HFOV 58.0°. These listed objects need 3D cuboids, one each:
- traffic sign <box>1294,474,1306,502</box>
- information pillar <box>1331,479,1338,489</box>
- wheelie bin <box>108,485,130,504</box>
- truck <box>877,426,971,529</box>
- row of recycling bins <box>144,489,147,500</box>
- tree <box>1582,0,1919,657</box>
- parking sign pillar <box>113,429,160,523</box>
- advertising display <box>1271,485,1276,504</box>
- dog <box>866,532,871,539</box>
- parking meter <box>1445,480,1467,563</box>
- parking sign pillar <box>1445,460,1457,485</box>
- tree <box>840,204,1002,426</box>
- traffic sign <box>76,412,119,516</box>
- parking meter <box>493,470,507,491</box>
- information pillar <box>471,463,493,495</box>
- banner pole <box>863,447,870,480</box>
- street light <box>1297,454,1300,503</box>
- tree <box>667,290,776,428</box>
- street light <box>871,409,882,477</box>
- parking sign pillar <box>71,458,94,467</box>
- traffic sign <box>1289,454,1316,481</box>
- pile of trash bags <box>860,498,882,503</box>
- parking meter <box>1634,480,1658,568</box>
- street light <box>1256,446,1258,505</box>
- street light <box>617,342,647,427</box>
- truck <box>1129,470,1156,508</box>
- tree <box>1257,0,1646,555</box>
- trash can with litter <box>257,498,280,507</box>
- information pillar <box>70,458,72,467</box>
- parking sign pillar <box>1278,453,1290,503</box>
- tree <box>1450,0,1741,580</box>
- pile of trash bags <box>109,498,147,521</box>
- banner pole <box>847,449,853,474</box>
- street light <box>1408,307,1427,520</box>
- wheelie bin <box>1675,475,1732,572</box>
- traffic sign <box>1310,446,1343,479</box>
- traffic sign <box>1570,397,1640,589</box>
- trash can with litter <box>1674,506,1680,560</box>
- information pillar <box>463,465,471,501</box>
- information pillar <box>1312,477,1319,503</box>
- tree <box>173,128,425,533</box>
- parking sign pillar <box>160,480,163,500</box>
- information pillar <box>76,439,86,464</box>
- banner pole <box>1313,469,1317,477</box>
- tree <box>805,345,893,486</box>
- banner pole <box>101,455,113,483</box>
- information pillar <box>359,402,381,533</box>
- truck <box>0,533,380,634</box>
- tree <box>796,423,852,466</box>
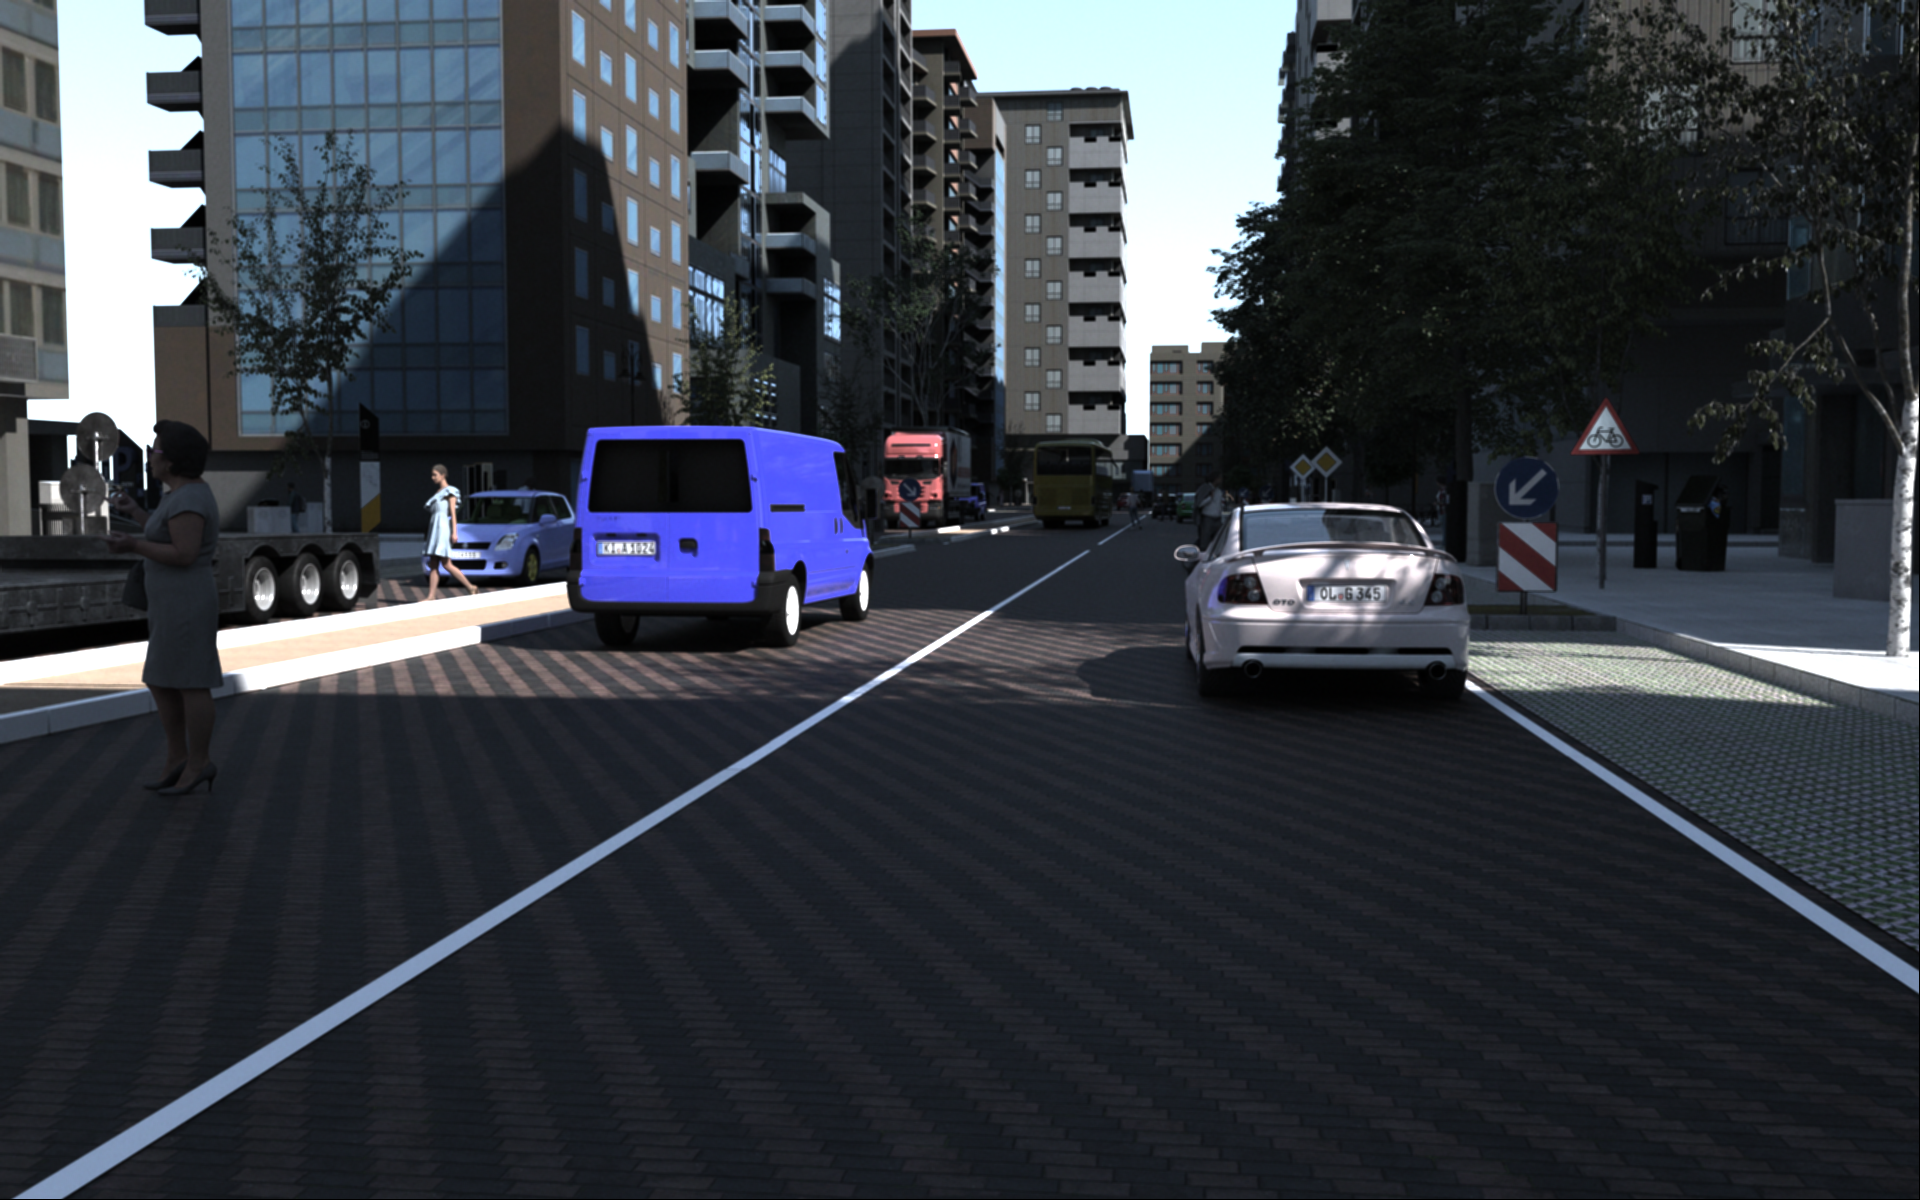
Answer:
[{"bbox_3d":[17.282,-5.256,88.062,0.606,2.300,0.079,1,4,10],"label":"traffic sign"},{"bbox_3d":[18.706,-5.029,86.717,0.304,2.012,0.304,2,4,27],"label":"information pillar"},{"bbox_3d":[-28.092,-3.050,57.774,0.980,1.594,0.693,3,5,40],"label":"wheelie bin"},{"bbox_3d":[-1.370,-5.200,73.940,2.839,4.237,11.283,0,4,7],"label":"truck"},{"bbox_3d":[-52.200,-6.460,112.738,3.534,1.692,1.069,1,4,14],"label":"row of recycling bins"},{"bbox_3d":[7.366,-3.871,13.658,4.360,8.622,3.978,0,3,0],"label":"tree"},{"bbox_3d":[-34.048,-5.043,70.933,1.447,3.967,1.447,2,4,25],"label":"parking sign pillar"},{"bbox_3d":[22.337,-7.258,123.889,0.123,1.923,0.974,-1,4,-15],"label":"advertising display"},{"bbox_3d":[-3.165,-2.345,55.173,0.800,0.831,0.513,0,4,-3],"label":"dog"},{"bbox_3d":[9.328,-1.477,32.562,0.372,1.533,0.369,0,3,0],"label":"parking meter"},{"bbox_3d":[23.590,-5.711,81.844,1.447,3.967,1.447,1,4,18],"label":"parking sign pillar"},{"bbox_3d":[-3.239,-15.915,116.107,12.611,20.169,13.585,0,3,0],"label":"tree"},{"bbox_3d":[-13.343,-1.632,26.793,0.768,2.556,0.104,1,4,14],"label":"traffic sign"},{"bbox_3d":[-11.185,-2.218,41.973,0.399,1.863,0.255,3,5,40],"label":"parking meter"},{"bbox_3d":[-11.188,-2.216,40.716,0.304,2.012,0.304,3,4,38],"label":"information pillar"},{"bbox_3d":[-4.916,-6.203,91.430,0.401,3.779,0.863,-3,4,-36],"label":"banner pole"},{"bbox_3d":[16.152,-6.711,82.510,0.468,5.910,1.993,0,4,7],"label":"street light"},{"bbox_3d":[-8.870,-6.920,63.505,4.737,8.622,4.395,0,3,0],"label":"tree"},{"bbox_3d":[-4.585,-7.439,94.412,0.468,5.910,1.993,0,4,7],"label":"street light"},{"bbox_3d":[-49.052,-6.634,96.931,1.447,3.967,1.447,-3,5,-42],"label":"parking sign pillar"},{"bbox_3d":[9.838,-2.901,49.623,0.795,2.593,0.064,0,4,7],"label":"traffic sign"},{"bbox_3d":[-6.394,-6.600,117.664,3.447,1.369,1.912,2,4,24],"label":"pile of trash bags"},{"bbox_3d":[11.897,-1.323,30.035,0.372,1.533,0.369,0,3,0],"label":"parking meter"},{"bbox_3d":[21.228,-9.221,123.544,0.468,5.910,1.993,0,4,7],"label":"street light"},{"bbox_3d":[-9.968,-4.894,52.808,0.468,5.910,1.993,0,4,7],"label":"street light"},{"bbox_3d":[19.616,-12.182,188.926,2.967,4.110,18.799,1,4,9],"label":"truck"},{"bbox_3d":[9.597,-7.098,34.174,7.486,12.596,7.792,0,3,0],"label":"tree"},{"bbox_3d":[-17.726,-2.001,44.109,0.624,1.170,1.055,-3,4,-38],"label":"trash can with litter"},{"bbox_3d":[-57.239,-7.362,111.720,0.504,3.616,0.183,3,5,41],"label":"information pillar"},{"bbox_3d":[17.676,-6.483,94.463,1.447,3.967,1.447,0,4,3],"label":"parking sign pillar"},{"bbox_3d":[9.607,-4.622,25.938,4.737,8.622,4.395,0,3,0],"label":"tree"},{"bbox_3d":[-21.250,-2.087,43.871,3.447,1.369,1.912,-1,4,-10],"label":"pile of trash bags"},{"bbox_3d":[-6.210,-6.503,96.347,0.863,3.779,0.401,0,4,-3],"label":"banner pole"},{"bbox_3d":[10.781,-4.175,41.056,0.468,5.910,1.993,0,4,7],"label":"street light"},{"bbox_3d":[12.419,-1.287,28.951,0.693,1.594,0.980,-2,4,-24],"label":"wheelie bin"},{"bbox_3d":[8.830,-2.417,41.701,0.795,2.593,0.064,0,4,7],"label":"traffic sign"},{"bbox_3d":[8.699,-1.431,23.401,0.884,2.594,0.081,1,4,14],"label":"traffic sign"},{"bbox_3d":[12.859,-1.148,30.164,0.624,1.170,1.055,0,4,3],"label":"trash can with litter"},{"bbox_3d":[-12.511,-2.438,44.355,0.304,2.012,0.304,-2,4,-35],"label":"information pillar"},{"bbox_3d":[15.063,-4.197,73.111,0.304,2.012,0.304,2,4,25],"label":"information pillar"},{"bbox_3d":[-12.821,-5.131,34.262,4.360,8.622,3.978,0,3,0],"label":"tree"},{"bbox_3d":[-43.509,-6.448,93.903,1.447,3.967,1.447,0,4,6],"label":"parking sign pillar"},{"bbox_3d":[-30.020,-4.151,59.216,0.504,3.616,0.183,2,4,35],"label":"information pillar"},{"bbox_3d":[15.238,-5.164,74.445,0.401,3.779,0.863,0,4,1],"label":"banner pole"},{"bbox_3d":[-5.523,-8.320,86.389,4.360,8.622,3.978,0,3,0],"label":"tree"},{"bbox_3d":[-45.918,-6.328,93.485,0.401,3.779,0.863,3,5,43],"label":"banner pole"},{"bbox_3d":[-15.076,-3.233,44.209,0.504,3.616,0.183,-2,4,-26],"label":"information pillar"},{"bbox_3d":[-9.436,-1.398,12.609,2.967,4.110,18.799,0,4,6],"label":"truck"},{"bbox_3d":[-6.446,-5.897,80.129,4.285,4.588,4.351,0,3,0],"label":"tree"}]
